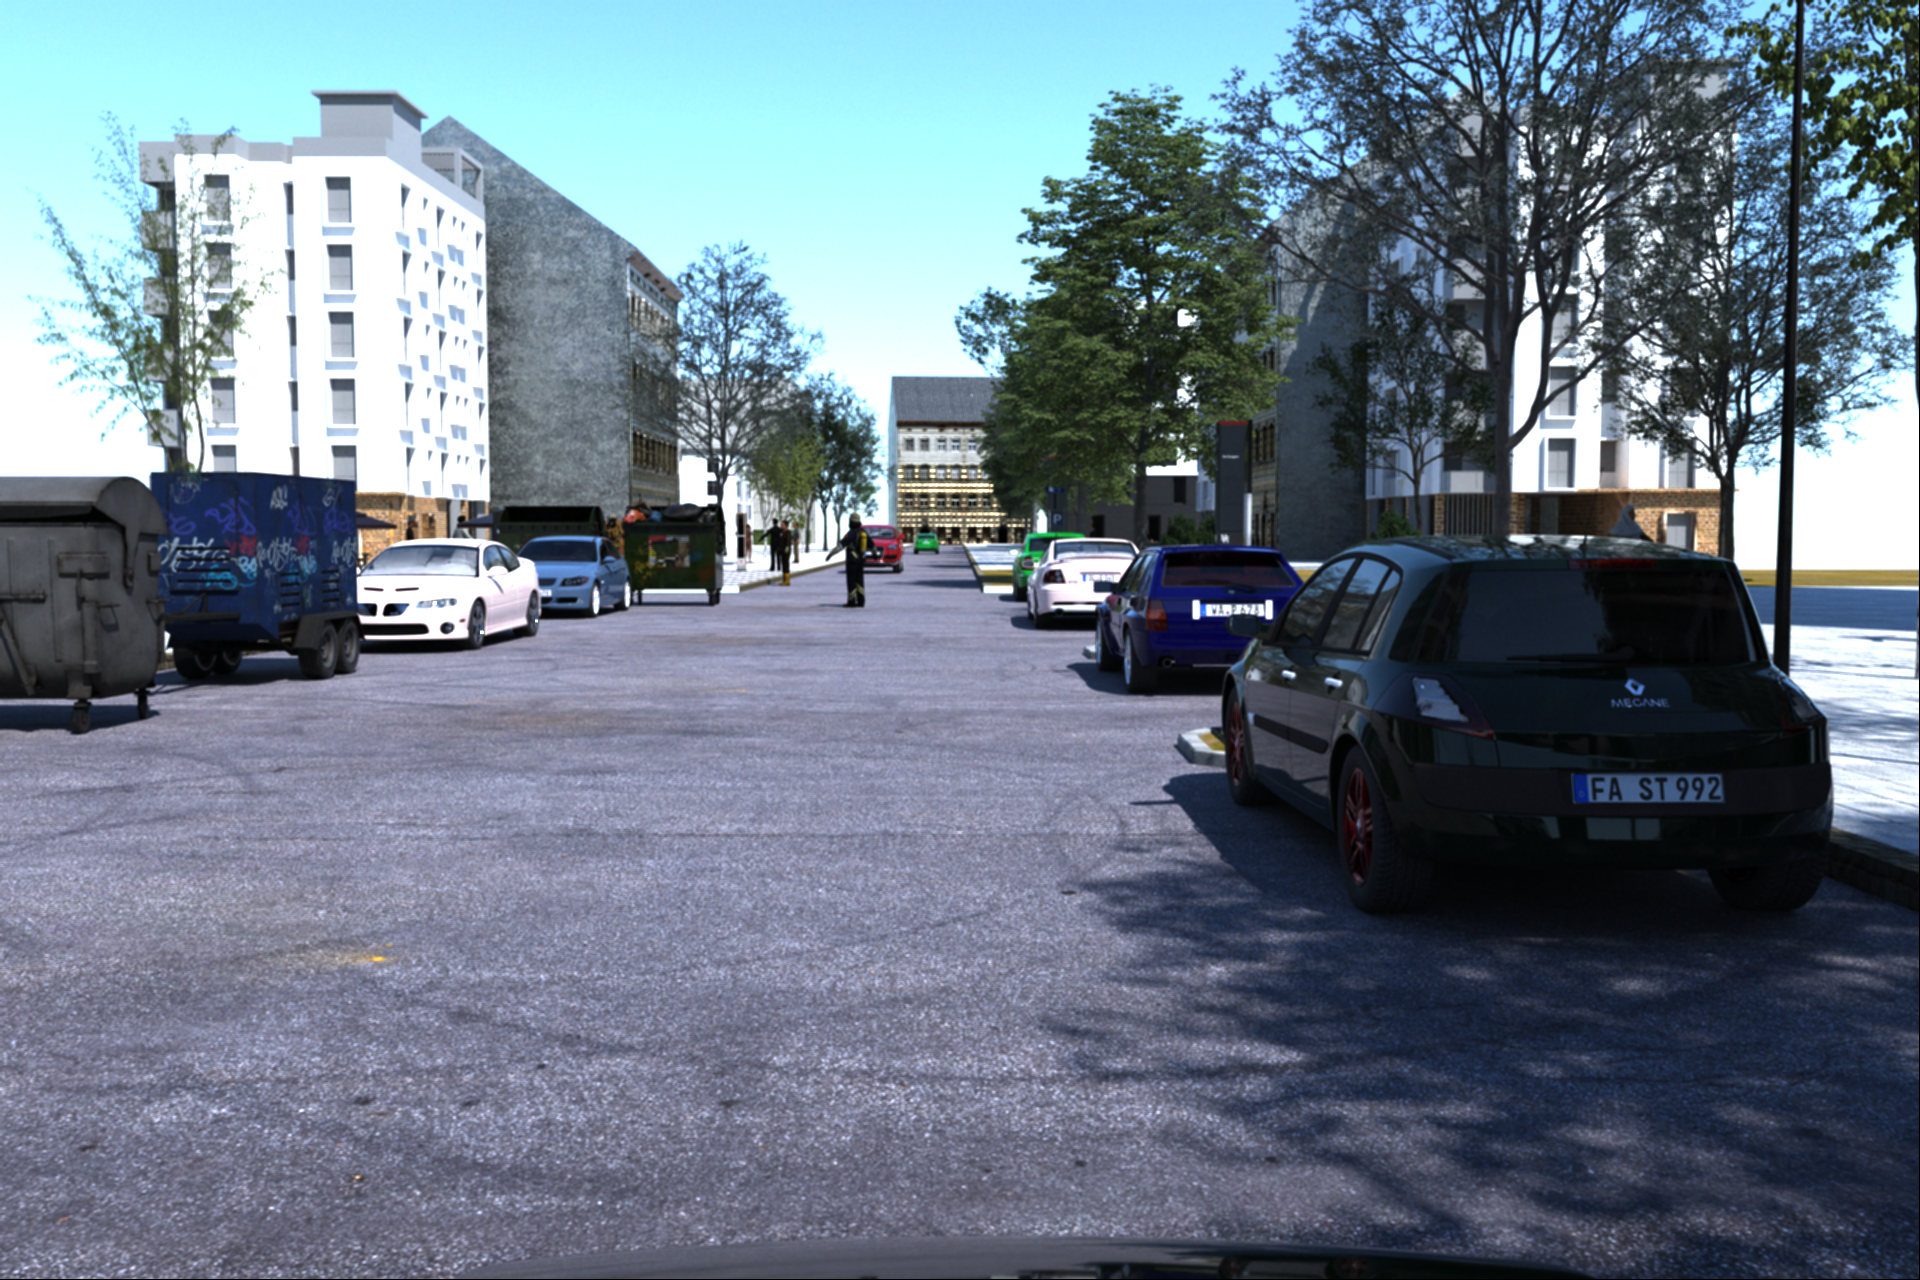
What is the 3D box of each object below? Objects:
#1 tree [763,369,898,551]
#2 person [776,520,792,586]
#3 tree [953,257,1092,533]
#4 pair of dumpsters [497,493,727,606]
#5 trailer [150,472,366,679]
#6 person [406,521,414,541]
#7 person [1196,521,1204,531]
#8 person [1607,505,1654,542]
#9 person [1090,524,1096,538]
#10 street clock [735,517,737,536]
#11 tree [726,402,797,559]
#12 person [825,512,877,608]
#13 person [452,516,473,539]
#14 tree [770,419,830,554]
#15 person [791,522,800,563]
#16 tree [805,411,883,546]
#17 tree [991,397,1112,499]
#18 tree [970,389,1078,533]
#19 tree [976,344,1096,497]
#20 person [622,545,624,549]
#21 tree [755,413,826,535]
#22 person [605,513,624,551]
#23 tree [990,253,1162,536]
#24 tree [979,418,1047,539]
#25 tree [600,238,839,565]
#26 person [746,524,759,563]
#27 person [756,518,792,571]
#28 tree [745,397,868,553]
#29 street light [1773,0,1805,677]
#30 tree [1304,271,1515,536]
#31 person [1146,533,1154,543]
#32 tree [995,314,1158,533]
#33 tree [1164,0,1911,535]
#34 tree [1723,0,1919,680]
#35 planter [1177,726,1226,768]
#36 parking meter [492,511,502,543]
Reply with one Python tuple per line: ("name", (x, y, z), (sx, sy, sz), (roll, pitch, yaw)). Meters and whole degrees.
("tree", (-10.026, -13.339, 128.468), (12.009, 13.543, 11.850), (0, 3, 0))
("person", (-4.886, -2.419, 48.153), (0.704, 1.812, 1.346), (-1, 4, -17))
("tree", (6.404, -16.012, 117.691), (12.611, 20.169, 13.585), (0, 3, 0))
("pair of dumpsters", (-6.957, -1.821, 34.730), (4.436, 2.255, 1.574), (0, 3, 0))
("trailer", (-6.945, -0.588, 16.668), (1.471, 1.999, 3.904), (0, 4, 0))
("person", (-22.591, -3.979, 71.278), (0.704, 1.802, 1.346), (-1, 4, -22))
("person", (9.262, -3.681, 66.306), (1.348, 1.813, 0.705), (1, 4, 18))
("person", (10.577, -1.254, 27.274), (1.217, 1.736, 0.721), (-1, 4, -20))
("person", (5.993, -4.428, 79.116), (0.721, 1.740, 1.216), (0, 4, 5))
("street clock", (-7.675, -3.409, 60.303), (0.358, 2.002, 0.471), (0, 4, 0))
("tree", (-10.174, -8.597, 90.922), (4.360, 8.622, 3.978), (0, 3, 0))
("person", (-2.067, -1.569, 33.894), (0.705, 1.856, 1.354), (3, 5, 43))
("person", (-14.157, -2.641, 49.369), (0.705, 1.806, 1.347), (-3, 5, -45))
("tree", (-10.248, -9.778, 110.239), (4.737, 8.622, 4.395), (0, 3, 0))
("person", (-7.264, -4.292, 76.448), (0.705, 1.796, 1.348), (-1, 4, -21))
("tree", (-10.180, -13.369, 144.334), (9.928, 11.665, 9.643), (0, 3, 0))
("tree", (5.525, -9.766, 94.089), (8.767, 10.594, 7.601), (2, 4, 34))
("tree", (5.505, -13.716, 130.918), (9.857, 13.997, 8.962), (0, 3, 0))
("tree", (5.722, -11.920, 105.267), (12.009, 13.543, 11.850), (0, 3, 0))
("person", (-8.153, -2.375, 44.965), (1.347, 1.817, 0.704), (2, 4, 24))
("tree", (-10.241, -9.240, 101.430), (4.737, 8.622, 4.395), (0, 3, 0))
("person", (-9.414, -2.519, 46.961), (1.354, 1.858, 0.705), (-3, 4, -36))
("tree", (4.695, -9.314, 70.405), (7.486, 12.596, 7.792), (0, 3, 0))
("tree", (5.495, -13.709, 142.263), (7.486, 12.596, 7.792), (0, 3, 0))
("tree", (-9.947, -9.879, 71.894), (12.009, 13.543, 11.850), (0, 3, 0))
("person", (-9.359, -4.292, 76.971), (1.217, 1.733, 0.721), (2, 4, 35))
("person", (-6.418, -3.316, 60.157), (1.347, 1.837, 0.705), (-2, 4, -28))
("tree", (-10.393, -11.160, 116.885), (8.767, 10.594, 7.601), (0, 4, -2))
("street light", (6.146, -2.392, 11.653), (1.470, 5.913, 1.316), (0, 3, 0))
("tree", (16.148, -7.774, 61.523), (7.601, 10.594, 8.767), (2, 4, 31))
("person", (7.997, -4.223, 75.229), (0.705, 1.806, 1.347), (-1, 4, -21))
("tree", (5.537, -9.550, 81.891), (9.928, 11.665, 9.643), (0, 3, 0))
("tree", (8.383, -7.079, 26.104), (12.009, 13.543, 11.850), (0, 3, 0))
("tree", (8.659, -3.944, 14.839), (4.737, 8.622, 4.395), (0, 3, 0))
("planter", (2.450, 0.605, 11.254), (1.991, 0.319, 1.994), (0, 4, 1))
("parking meter", (-10.824, -2.152, 40.890), (0.399, 1.863, 0.255), (0, 3, 0))
